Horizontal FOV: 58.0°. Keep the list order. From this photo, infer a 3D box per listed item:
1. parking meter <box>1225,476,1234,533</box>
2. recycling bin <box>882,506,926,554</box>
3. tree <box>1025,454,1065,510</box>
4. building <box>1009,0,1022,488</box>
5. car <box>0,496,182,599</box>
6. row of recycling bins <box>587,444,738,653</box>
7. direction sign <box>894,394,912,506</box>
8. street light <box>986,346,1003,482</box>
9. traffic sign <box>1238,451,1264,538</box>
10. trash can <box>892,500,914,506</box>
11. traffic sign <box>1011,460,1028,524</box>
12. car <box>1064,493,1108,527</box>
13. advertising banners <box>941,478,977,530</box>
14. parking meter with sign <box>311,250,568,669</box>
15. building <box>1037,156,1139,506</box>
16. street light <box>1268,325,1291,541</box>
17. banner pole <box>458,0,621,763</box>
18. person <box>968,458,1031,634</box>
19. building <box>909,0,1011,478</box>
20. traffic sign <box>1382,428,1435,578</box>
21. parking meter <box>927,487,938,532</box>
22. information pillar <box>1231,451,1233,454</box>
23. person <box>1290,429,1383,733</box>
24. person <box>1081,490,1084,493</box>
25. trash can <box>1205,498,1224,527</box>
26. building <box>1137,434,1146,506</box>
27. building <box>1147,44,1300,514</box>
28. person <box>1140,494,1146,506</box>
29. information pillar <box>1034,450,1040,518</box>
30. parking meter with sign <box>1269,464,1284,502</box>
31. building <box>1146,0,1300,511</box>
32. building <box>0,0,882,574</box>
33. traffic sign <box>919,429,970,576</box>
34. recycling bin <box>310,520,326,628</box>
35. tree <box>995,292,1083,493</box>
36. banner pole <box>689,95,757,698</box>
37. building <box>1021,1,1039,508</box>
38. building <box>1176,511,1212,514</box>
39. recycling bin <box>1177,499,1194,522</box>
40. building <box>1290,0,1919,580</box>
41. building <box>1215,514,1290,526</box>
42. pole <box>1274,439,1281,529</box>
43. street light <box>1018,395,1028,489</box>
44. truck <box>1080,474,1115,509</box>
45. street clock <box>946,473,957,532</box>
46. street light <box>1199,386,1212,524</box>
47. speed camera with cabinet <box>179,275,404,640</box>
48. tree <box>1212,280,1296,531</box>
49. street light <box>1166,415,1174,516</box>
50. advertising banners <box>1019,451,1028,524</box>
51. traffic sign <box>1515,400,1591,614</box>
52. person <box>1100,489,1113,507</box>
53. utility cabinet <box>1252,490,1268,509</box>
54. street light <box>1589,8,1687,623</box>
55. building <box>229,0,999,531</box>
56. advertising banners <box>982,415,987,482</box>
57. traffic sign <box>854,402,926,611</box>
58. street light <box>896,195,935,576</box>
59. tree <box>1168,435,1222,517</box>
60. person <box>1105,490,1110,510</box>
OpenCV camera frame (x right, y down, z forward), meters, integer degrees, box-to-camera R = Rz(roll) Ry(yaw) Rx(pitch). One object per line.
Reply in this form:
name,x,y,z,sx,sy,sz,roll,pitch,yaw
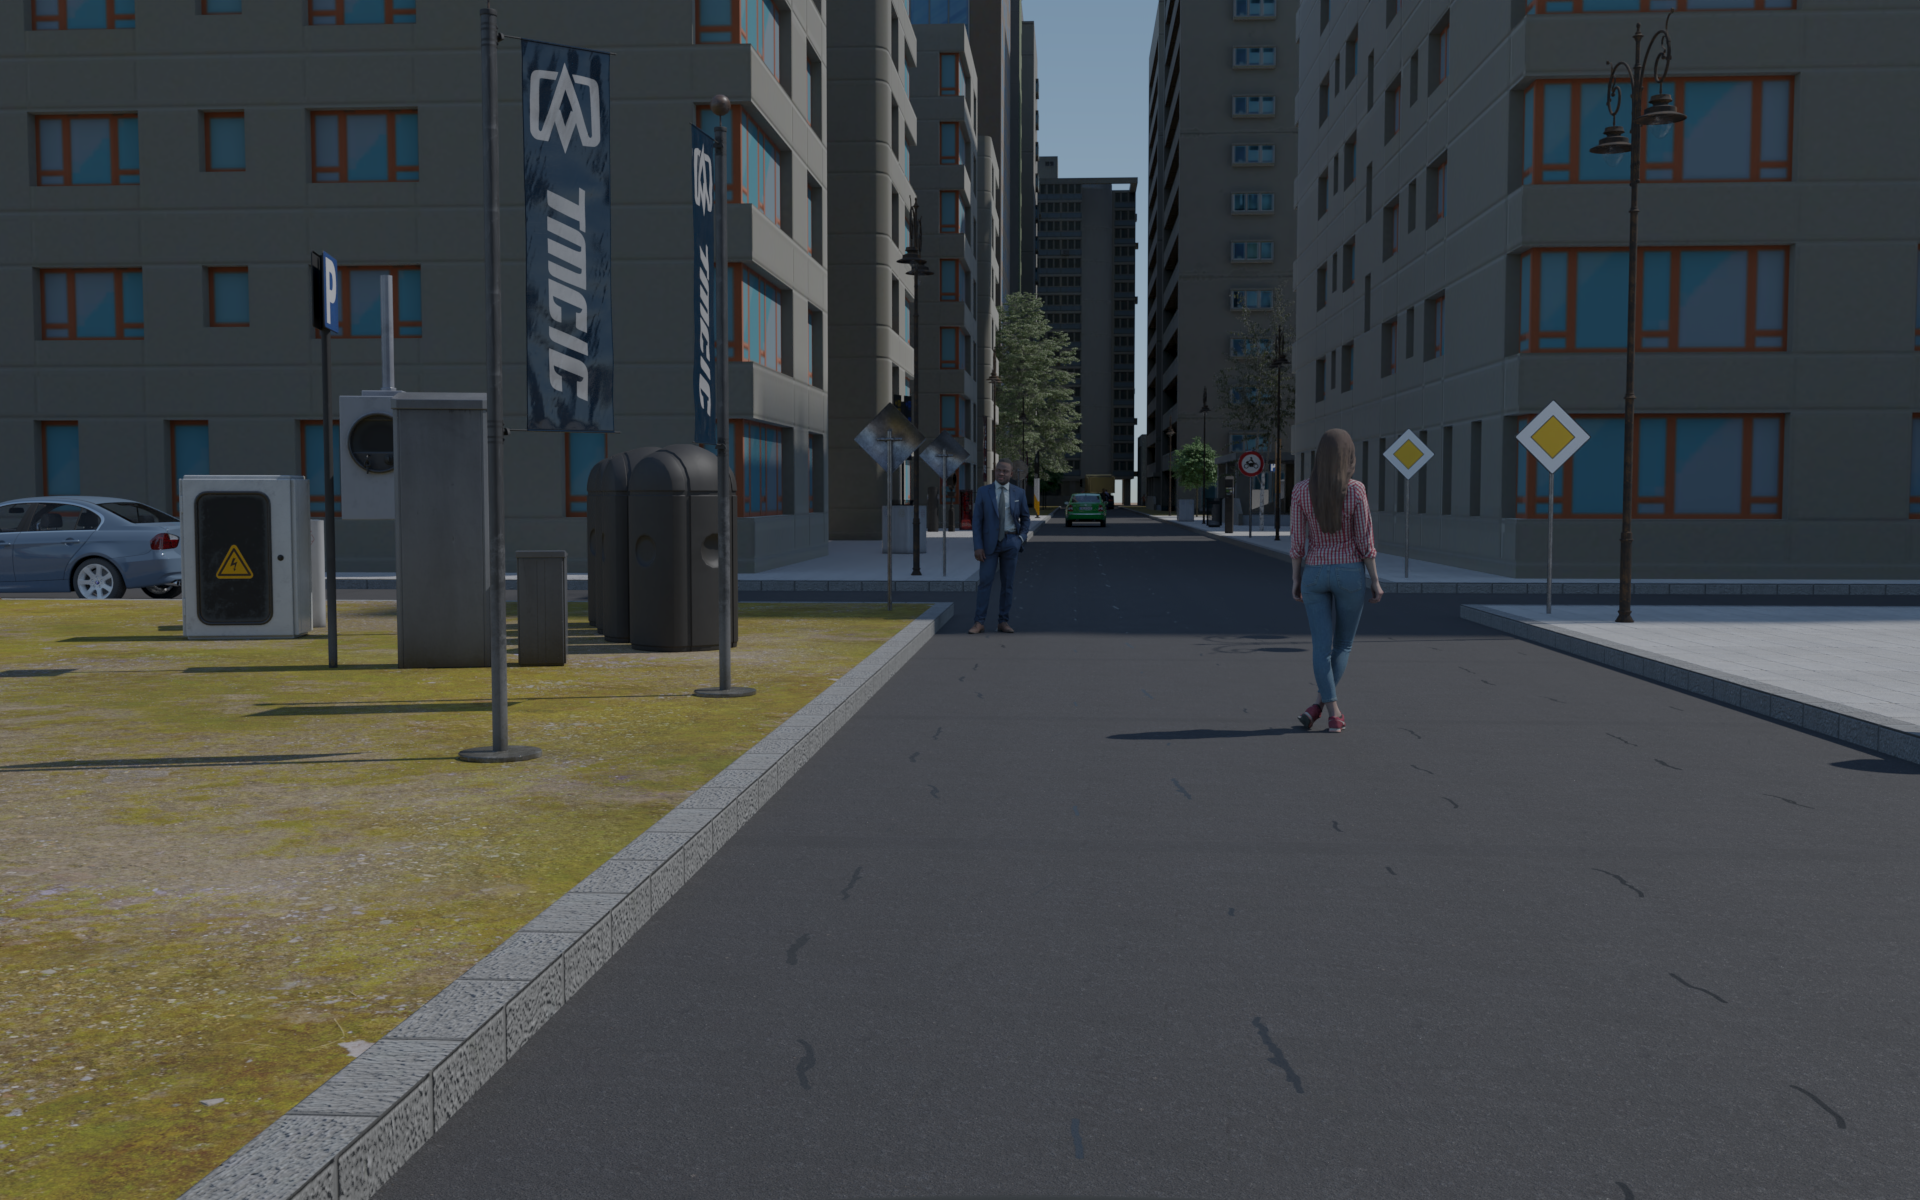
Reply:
parking meter,8.784,-3.107,56.503,0.255,1.863,0.399,1,4,14
recycling bin,-1.202,-1.521,37.415,0.722,1.027,0.722,2,4,33
tree,7.521,-10.237,151.083,4.285,4.588,4.351,0,3,0
building,-2.868,-26.888,123.206,14.154,41.232,14.086,0,4,4
car,-12.204,-0.673,23.009,4.499,1.417,2.014,0,4,5
row of recycling bins,-2.783,-0.521,15.638,1.069,1.692,3.534,-1,4,-19
direction sign,-1.313,-2.921,39.760,0.379,3.537,0.876,2,4,24
street light,1.085,-4.992,54.412,0.468,5.910,1.993,0,4,4
traffic sign,8.557,-3.111,50.973,0.768,2.556,0.104,0,4,5
trash can,-1.500,-1.989,44.179,0.748,1.137,0.748,0,3,0
traffic sign,2.185,-3.985,65.259,0.768,2.556,0.104,1,4,13
car,5.571,-4.143,76.540,1.959,1.807,4.718,0,4,5
advertising banners,0.244,-3.997,61.540,2.074,3.025,0.090,0,4,-1
parking meter with sign,-3.817,-1.014,12.845,1.738,3.016,0.543,-1,4,-10
building,8.596,-31.194,201.908,23.993,40.220,32.217,0,4,4
street light,8.757,-4.577,47.616,0.468,5.910,1.993,0,4,4
banner pole,-2.058,-1.129,8.476,0.863,3.779,0.401,-3,4,-37
person,0.391,-0.567,17.951,0.721,1.800,0.419,-1,4,-15
building,-4.012,-28.067,109.010,14.600,45.320,14.200,0,4,4
traffic sign,6.837,-1.396,26.474,0.795,2.450,0.064,0,4,4
parking meter,-0.916,-3.075,58.686,0.372,1.533,0.369,0,3,0
information pillar,14.857,-6.251,93.552,0.504,3.616,0.183,1,4,12
person,2.270,-0.119,10.448,0.555,1.821,0.388,1,4,10
person,8.583,-6.858,121.562,0.756,1.711,0.436,-2,4,-31
trash can,9.804,-3.371,66.765,0.748,1.137,0.748,0,3,0
building,35.687,-53.872,193.483,31.000,86.520,22.319,0,4,4
building,31.836,-27.494,141.412,32.217,40.220,23.993,0,4,4
person,19.408,-10.444,182.517,1.065,1.426,0.557,-2,4,-32
information pillar,4.097,-6.168,92.202,0.183,3.616,0.504,-1,4,-22
parking meter with sign,17.049,-5.778,90.729,0.543,3.016,1.738,-3,5,-44
building,28.914,-33.055,164.154,21.300,48.544,21.600,0,4,4
building,-16.151,-12.081,42.566,27.650,21.520,28.899,0,4,4
traffic sign,-0.240,-1.426,26.962,0.795,2.450,0.064,0,4,4
recycling bin,-6.569,-0.259,16.791,0.722,1.027,0.722,-2,4,-25
tree,3.125,-10.996,97.914,7.486,12.596,7.792,0,3,0
banner pole,-1.536,-1.268,10.746,0.401,3.779,0.863,0,4,8
building,-3.333,-33.203,166.572,21.600,48.544,21.300,0,4,4
building,25.143,-30.264,118.521,21.300,48.544,21.600,0,4,4
recycling bin,10.561,-4.194,81.121,0.722,1.027,0.722,0,4,-2
building,23.756,-11.828,38.427,28.899,21.520,27.650,0,4,4
building,27.843,-23.432,75.002,32.217,40.220,23.993,0,4,4
pole,11.739,-4.289,63.972,0.158,3.312,0.155,0,3,0
street light,2.966,-6.623,81.081,0.468,5.910,1.993,0,4,4
truck,13.374,-10.433,166.503,3.469,3.379,9.791,0,4,2
street clock,-0.286,-3.318,58.813,0.358,2.002,0.471,1,4,18
street light,10.460,-6.198,74.128,0.468,5.910,1.993,0,4,4
speed camera with cabinet,-5.851,-1.294,15.496,2.038,3.252,0.660,0,4,-7
tree,10.595,-6.736,60.492,4.360,8.622,3.978,0,3,0
street light,12.262,-7.844,101.038,0.468,5.910,1.993,0,4,4
advertising banners,2.618,-4.582,71.106,0.090,3.025,2.074,0,4,-6
traffic sign,6.309,-0.909,18.506,0.795,2.450,0.064,0,4,4
person,10.071,-6.902,121.371,1.348,1.821,0.705,-1,4,-23
utility cabinet,15.501,-5.001,90.444,1.173,1.500,0.318,-1,4,-18
street light,6.650,-2.714,17.154,0.468,5.910,1.993,0,4,4
building,-12.680,-14.325,79.247,27.650,21.520,28.899,0,4,4
advertising banners,0.699,-2.643,39.401,0.090,3.025,2.074,1,4,11
traffic sign,-0.769,-0.939,18.994,0.795,2.450,0.064,0,4,4
street light,-0.688,-3.326,27.163,0.468,5.910,1.993,0,4,4
tree,13.089,-6.880,96.200,4.285,4.588,4.351,0,3,0
person,13.133,-8.974,155.094,0.709,1.838,0.599,2,4,29
